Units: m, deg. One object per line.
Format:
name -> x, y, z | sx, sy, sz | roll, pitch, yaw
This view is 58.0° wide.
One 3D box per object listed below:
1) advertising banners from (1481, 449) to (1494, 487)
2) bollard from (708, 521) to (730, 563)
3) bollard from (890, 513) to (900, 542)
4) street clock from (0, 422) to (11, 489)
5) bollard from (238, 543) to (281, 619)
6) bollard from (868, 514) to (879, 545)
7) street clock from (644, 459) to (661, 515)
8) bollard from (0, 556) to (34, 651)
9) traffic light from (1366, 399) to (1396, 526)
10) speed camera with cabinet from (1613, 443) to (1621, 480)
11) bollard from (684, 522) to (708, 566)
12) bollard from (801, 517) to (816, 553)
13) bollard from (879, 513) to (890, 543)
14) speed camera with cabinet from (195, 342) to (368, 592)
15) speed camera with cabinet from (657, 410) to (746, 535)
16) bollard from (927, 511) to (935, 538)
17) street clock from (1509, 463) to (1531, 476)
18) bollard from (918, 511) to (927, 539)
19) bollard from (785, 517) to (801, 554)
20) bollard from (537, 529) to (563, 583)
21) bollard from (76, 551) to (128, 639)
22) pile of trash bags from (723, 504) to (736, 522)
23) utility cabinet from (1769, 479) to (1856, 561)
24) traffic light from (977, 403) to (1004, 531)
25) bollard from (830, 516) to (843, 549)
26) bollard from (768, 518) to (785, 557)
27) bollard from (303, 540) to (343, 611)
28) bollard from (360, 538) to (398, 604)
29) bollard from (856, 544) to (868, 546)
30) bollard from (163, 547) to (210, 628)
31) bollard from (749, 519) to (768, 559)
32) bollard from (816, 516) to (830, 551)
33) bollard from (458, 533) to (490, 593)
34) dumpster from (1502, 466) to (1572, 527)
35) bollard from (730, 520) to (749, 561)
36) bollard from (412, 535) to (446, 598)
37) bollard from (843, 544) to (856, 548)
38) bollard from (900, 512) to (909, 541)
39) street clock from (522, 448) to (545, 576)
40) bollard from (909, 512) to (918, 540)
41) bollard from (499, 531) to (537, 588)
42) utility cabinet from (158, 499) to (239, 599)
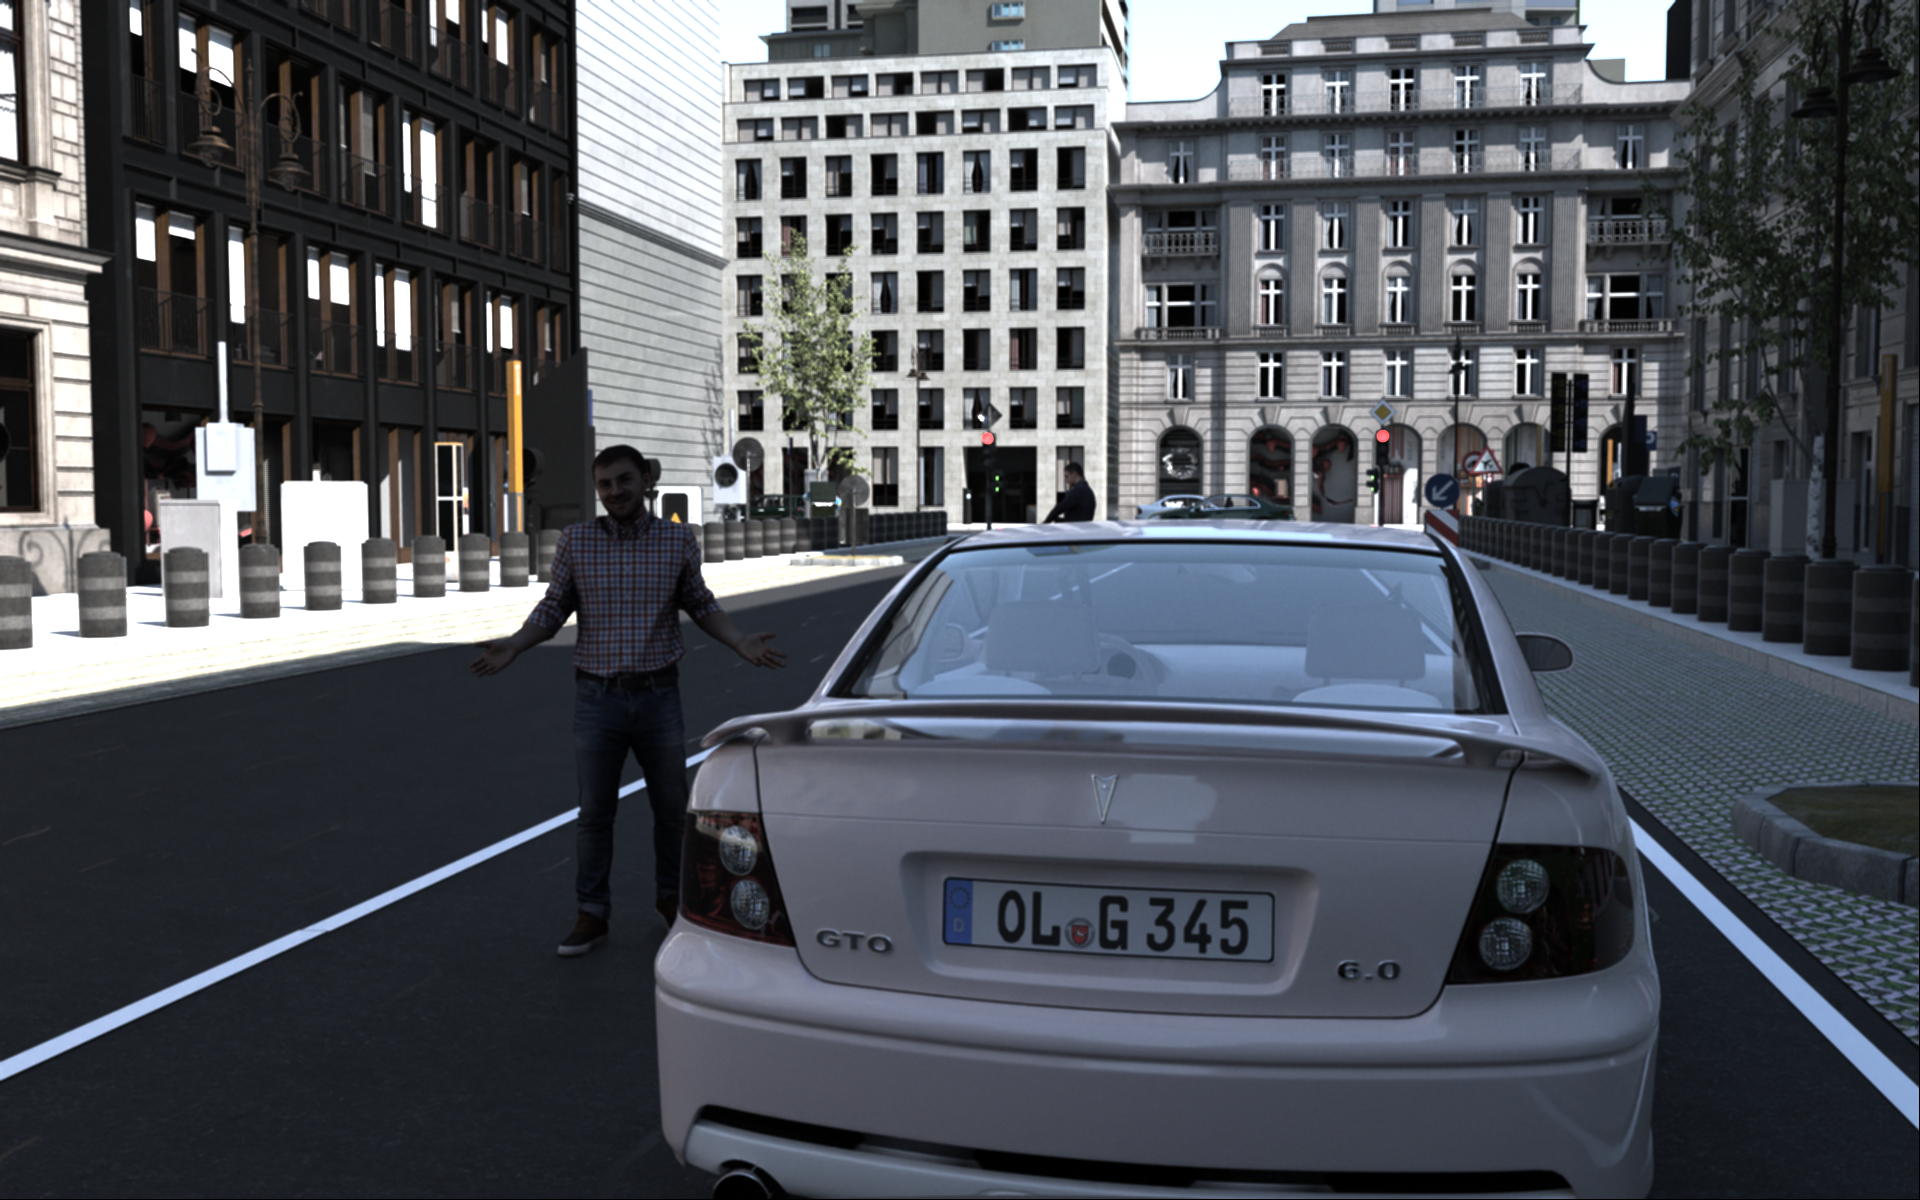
advertising banners -> 21.371, -4.378, 67.769 | 2.074, 3.025, 0.090 | 0, 4, -4
bollard -> -4.580, -1.068, 32.186 | 0.404, 0.777, 0.398 | 0, 3, 0
bollard -> -1.922, -1.938, 46.411 | 0.404, 0.777, 0.398 | 0, 3, 0
street clock -> -9.107, -0.707, 16.124 | 0.358, 2.002, 0.471 | 3, 4, 36
bollard -> -7.253, -0.197, 17.931 | 0.404, 0.777, 0.398 | 0, 3, 0
bollard -> -2.365, -1.793, 44.037 | 0.404, 0.777, 0.398 | 0, 3, 0
street clock -> -6.303, -1.885, 35.389 | 0.358, 2.002, 0.471 | -2, 4, -35
bollard -> -7.918, 0.022, 14.362 | 0.404, 0.777, 0.398 | 0, 3, 0
traffic light -> 12.431, -3.804, 51.112 | 0.839, 4.253, 0.868 | 1, 4, 11
speed camera with cabinet -> 25.523, -4.392, 66.150 | 0.660, 3.252, 2.038 | 0, 4, 6
bollard -> -4.807, -0.996, 30.996 | 0.404, 0.777, 0.398 | 0, 3, 0
bollard -> -3.471, -1.432, 38.122 | 0.404, 0.777, 0.398 | 0, 3, 0
bollard -> -2.143, -1.866, 45.218 | 0.404, 0.777, 0.398 | 0, 3, 0
speed camera with cabinet -> -8.939, -1.745, 22.874 | 2.038, 3.252, 0.660 | 0, 4, -5
speed camera with cabinet -> -6.069, -2.833, 40.662 | 2.038, 3.252, 0.660 | 1, 4, 8
bollard -> -1.037, -2.229, 51.154 | 0.404, 0.777, 0.398 | 0, 3, 0
street clock -> 12.925, -2.166, 39.982 | 0.358, 2.002, 0.471 | -3, 5, -40
bollard -> -1.255, -2.156, 49.968 | 0.404, 0.777, 0.398 | 0, 3, 0
bollard -> -3.697, -1.359, 36.942 | 0.404, 0.777, 0.398 | 0, 3, 0
bollard -> -5.921, -0.632, 25.052 | 0.404, 0.777, 0.398 | 0, 3, 0
bollard -> -7.698, -0.051, 15.544 | 0.404, 0.777, 0.398 | 0, 3, 0
pile of trash bags -> -8.483, -2.707, 54.008 | 1.912, 1.369, 3.447 | 2, 4, 34
utility cabinet -> 12.391, -1.011, 25.215 | 1.173, 1.500, 0.318 | -1, 4, -11
traffic light -> 0.916, -3.934, 53.244 | 0.839, 4.253, 0.868 | 1, 4, 11
bollard -> -3.031, -1.576, 40.491 | 0.404, 0.777, 0.398 | 0, 3, 0
bollard -> -3.918, -1.286, 35.742 | 0.404, 0.777, 0.398 | 0, 3, 0
bollard -> -7.032, -0.269, 19.118 | 0.404, 0.777, 0.398 | 0, 3, 0
bollard -> -6.809, -0.341, 20.299 | 0.404, 0.777, 0.398 | 0, 3, 0
bollard -> -2.587, -1.721, 42.853 | 0.404, 0.777, 0.398 | 0, 3, 0
bollard -> -7.476, -0.124, 16.744 | 0.404, 0.777, 0.398 | 0, 3, 0
bollard -> -4.141, -1.214, 34.561 | 0.404, 0.777, 0.398 | 0, 3, 0
bollard -> -3.251, -1.504, 39.310 | 0.404, 0.777, 0.398 | 0, 3, 0
bollard -> -6.363, -0.487, 22.683 | 0.404, 0.777, 0.398 | 0, 3, 0
dumpster -> 12.372, -1.922, 37.176 | 1.264, 1.857, 1.865 | 1, 4, 11
bollard -> -4.364, -1.141, 33.368 | 0.404, 0.777, 0.398 | 0, 3, 0
bollard -> -6.590, -0.414, 21.492 | 0.404, 0.777, 0.398 | 0, 3, 0
bollard -> -2.811, -1.649, 41.673 | 0.404, 0.777, 0.398 | 0, 3, 0
bollard -> -1.697, -2.011, 47.592 | 0.404, 0.777, 0.398 | 0, 3, 0
street clock -> -6.785, -1.389, 27.284 | 0.471, 2.002, 0.358 | 2, 4, 24
bollard -> -1.480, -2.083, 48.779 | 0.404, 0.777, 0.398 | 0, 3, 0
bollard -> -6.143, -0.559, 23.864 | 0.404, 0.777, 0.398 | 0, 3, 0
utility cabinet -> -9.402, -0.627, 21.412 | 1.020, 1.237, 0.306 | 2, 4, 24
